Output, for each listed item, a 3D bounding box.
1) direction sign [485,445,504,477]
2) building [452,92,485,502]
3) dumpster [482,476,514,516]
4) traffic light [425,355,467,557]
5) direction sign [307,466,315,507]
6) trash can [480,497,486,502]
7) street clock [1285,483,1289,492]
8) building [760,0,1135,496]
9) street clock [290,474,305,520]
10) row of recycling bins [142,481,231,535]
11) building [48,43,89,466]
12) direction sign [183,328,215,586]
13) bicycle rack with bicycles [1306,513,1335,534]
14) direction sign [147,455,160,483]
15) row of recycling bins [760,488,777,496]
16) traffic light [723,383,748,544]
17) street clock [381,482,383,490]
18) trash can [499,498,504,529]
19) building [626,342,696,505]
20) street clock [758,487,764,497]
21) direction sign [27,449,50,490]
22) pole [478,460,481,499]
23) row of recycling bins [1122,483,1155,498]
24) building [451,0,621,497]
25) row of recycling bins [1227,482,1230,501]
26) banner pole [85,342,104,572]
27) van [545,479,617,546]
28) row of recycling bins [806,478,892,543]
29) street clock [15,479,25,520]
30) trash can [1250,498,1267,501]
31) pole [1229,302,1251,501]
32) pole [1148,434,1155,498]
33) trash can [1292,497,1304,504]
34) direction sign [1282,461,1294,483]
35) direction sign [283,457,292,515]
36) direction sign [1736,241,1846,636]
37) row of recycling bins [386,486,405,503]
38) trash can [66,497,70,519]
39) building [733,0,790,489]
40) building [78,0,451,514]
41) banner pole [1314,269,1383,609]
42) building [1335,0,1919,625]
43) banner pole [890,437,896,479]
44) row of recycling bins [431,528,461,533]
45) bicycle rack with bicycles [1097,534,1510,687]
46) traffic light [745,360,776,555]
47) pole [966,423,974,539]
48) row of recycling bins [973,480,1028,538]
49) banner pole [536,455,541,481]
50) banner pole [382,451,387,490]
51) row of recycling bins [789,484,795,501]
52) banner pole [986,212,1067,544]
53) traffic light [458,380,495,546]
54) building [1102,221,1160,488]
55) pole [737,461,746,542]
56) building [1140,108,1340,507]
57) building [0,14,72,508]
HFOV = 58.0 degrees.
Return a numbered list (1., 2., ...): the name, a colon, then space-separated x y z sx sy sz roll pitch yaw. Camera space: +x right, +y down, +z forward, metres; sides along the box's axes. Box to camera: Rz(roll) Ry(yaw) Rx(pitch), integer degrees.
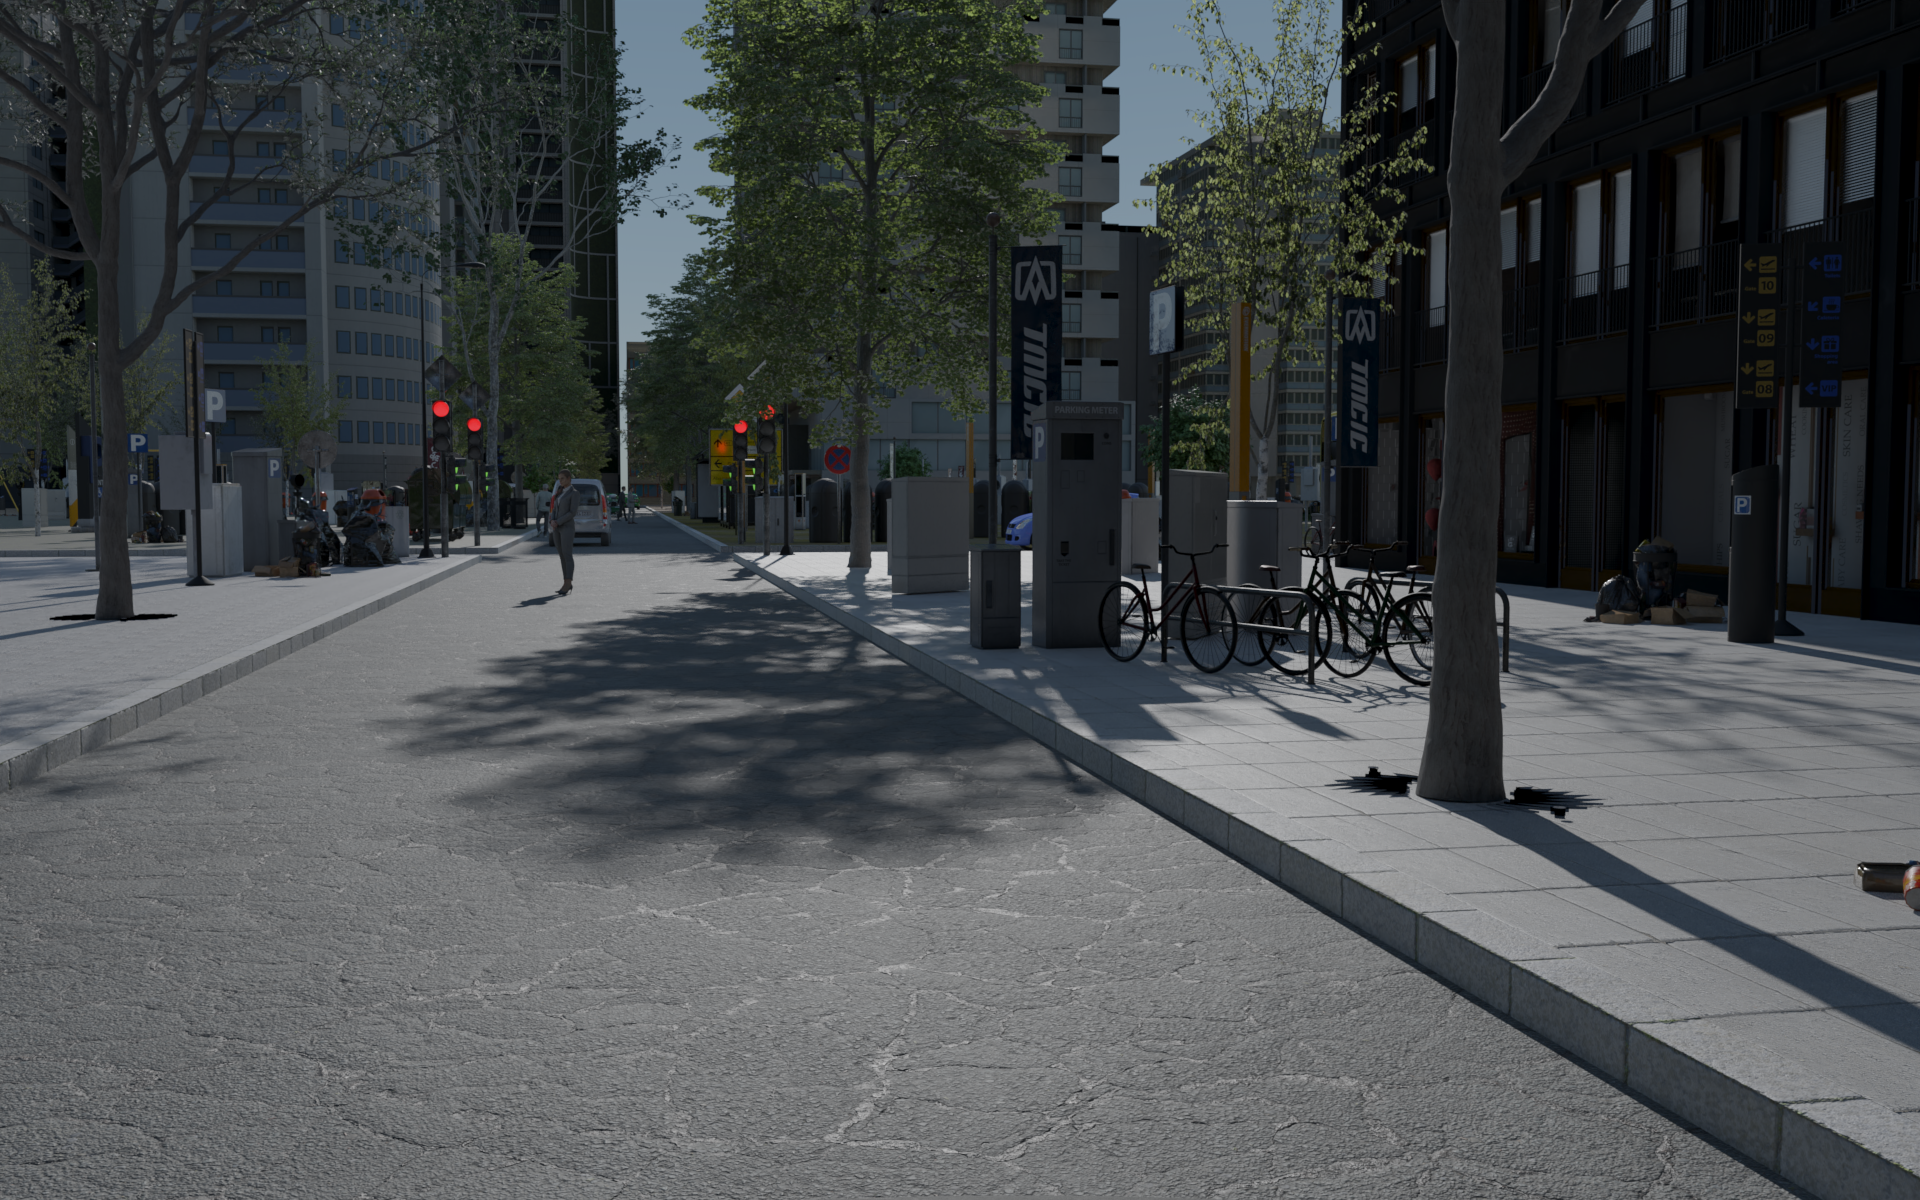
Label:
1. direction sign: -21.614 -5.414 80.520 0.876 3.537 0.379 0 4 6
2. building: -57.431 -28.776 162.364 23.993 40.220 32.217 -1 4 -11
3. dumpster: -22.629 -5.019 84.550 1.502 2.255 1.985 -1 4 -11
4. traffic light: -10.413 -2.816 34.971 0.839 4.253 0.868 -1 4 -11
5. direction sign: -31.424 -5.631 84.070 0.379 3.537 0.876 1 4 10
6. trash can: -21.652 -4.101 78.712 0.748 1.137 0.748 0 3 0
7. street clock: 22.106 -6.882 117.094 0.358 2.002 0.471 0 4 6
8. building: -2.366 -34.116 147.027 28.713 52.752 27.495 -1 4 -11
9. street clock: -23.771 -3.523 62.176 0.358 2.002 0.471 2 4 26
10. row of recycling bins: -24.643 -2.889 54.352 1.069 1.692 3.534 1 4 19
11. building: -77.991 -31.666 167.857 14.200 45.320 14.600 -1 4 -11
12. direction sign: -10.661 -1.969 24.189 0.379 3.537 0.876 -1 4 -9
13. bicycle rack with bicycles: 8.425 -1.265 34.068 2.852 0.926 2.925 -1 4 -14
14. direction sign: -47.106 -6.695 101.453 0.876 3.537 0.379 0 4 -4
15. row of recycling bins: -10.888 -6.133 107.383 3.534 1.692 1.069 1 4 19
16. traffic light: -5.606 -3.372 44.058 0.839 4.253 0.868 -1 4 -11
17. street clock: -34.582 -6.040 103.319 0.358 2.002 0.471 -3 5 -39
18. trash can: -16.820 -3.226 64.403 0.748 1.137 0.748 0 3 0
19. building: -28.185 -23.132 223.251 28.899 21.520 27.650 -1 4 -11
20. street clock: -6.271 -3.074 54.825 0.358 2.002 0.471 -1 4 -10
21. direction sign: -46.224 -5.800 86.825 0.876 3.537 0.379 -2 4 -29
22. pole: -26.388 -6.183 94.929 0.158 3.312 0.155 0 3 0
23. row of recycling bins: 5.852 -3.440 63.351 1.069 1.692 3.534 -1 4 -22
24. building: -52.743 -47.428 213.700 20.611 71.187 20.563 -1 4 -11
25. row of recycling bins: 8.980 -3.400 62.698 1.069 1.692 3.534 -2 4 -25
26. banner pole: -14.288 -2.380 28.929 0.401 3.779 0.863 1 4 13
27. van: -10.708 -2.561 48.891 2.013 2.044 4.112 -1 4 -10
28. row of recycling bins: -2.287 -2.391 46.207 3.534 1.692 1.069 -2 4 -24
29. street clock: -45.835 -4.889 84.503 0.358 2.002 0.471 0 4 0
30. trash can: 9.847 -2.817 57.715 0.748 1.137 0.748 0 3 0
31. pole: 3.000 -1.513 18.574 0.158 3.312 0.155 0 3 0
32. pole: 5.965 -3.681 54.033 0.158 3.312 0.155 0 3 0
33. trash can: 19.036 -5.252 97.529 0.748 1.137 0.748 0 3 0
34. direction sign: 22.517 -7.766 118.977 0.876 3.537 0.379 -1 4 -12
35. direction sign: -40.968 -6.946 105.557 0.379 3.537 0.876 1 4 8
36. direction sign: 7.492 -1.449 15.685 0.876 3.537 0.379 1 4 12
37. row of recycling bins: -29.240 -5.054 89.740 1.069 1.692 3.534 -1 4 -19
38. trash can: -46.635 -4.802 90.169 0.748 1.137 0.748 0 3 0
39. building: -12.008 -38.612 173.299 21.231 58.520 28.212 -1 4 -11
40. building: -48.952 -35.693 125.578 21.231 58.520 28.212 -1 4 -11
41. banner pole: 4.337 -1.799 19.437 0.863 3.779 0.401 -1 4 -15
42. building: 14.133 -11.833 23.154 12.332 23.373 15.834 -1 4 -11
43. banner pole: -2.913 -5.211 75.218 0.401 3.779 0.863 1 4 16
44. row of recycling bins: -17.245 -3.119 58.111 1.069 1.692 3.534 -1 4 -18
45. bicycle rack with bicycles: 2.701 0.046 12.631 2.852 0.926 2.925 -2 4 -26
46. traffic light: -4.074 -2.893 36.221 0.839 4.253 0.868 -1 4 -11
47. pole: 0.280 -3.402 49.458 0.158 3.312 0.155 0 3 0
48. row of recycling bins: 1.194 -2.692 51.123 3.534 1.692 1.069 0 4 4
49. banner pole: -24.004 -6.646 98.679 0.401 3.779 0.863 0 4 6
50. banner pole: -33.716 -6.825 101.601 0.401 3.779 0.863 0 4 -3
51. row of recycling bins: -5.528 -3.889 70.692 3.534 1.692 1.069 2 4 28
52. banner pole: 0.519 -1.556 15.453 0.863 3.779 0.401 1 4 13
53. traffic light: -11.945 -3.296 42.808 0.839 4.253 0.868 -1 4 -11
54. building: 12.740 -25.396 186.925 14.107 30.474 14.160 -1 4 -11
55. pole: -5.843 -3.207 46.277 0.158 3.312 0.155 0 3 0
56. building: 33.439 -29.905 180.831 23.993 40.220 32.217 -1 4 -11
57. building: -94.570 -44.214 161.159 20.611 71.187 20.563 -1 4 -11
